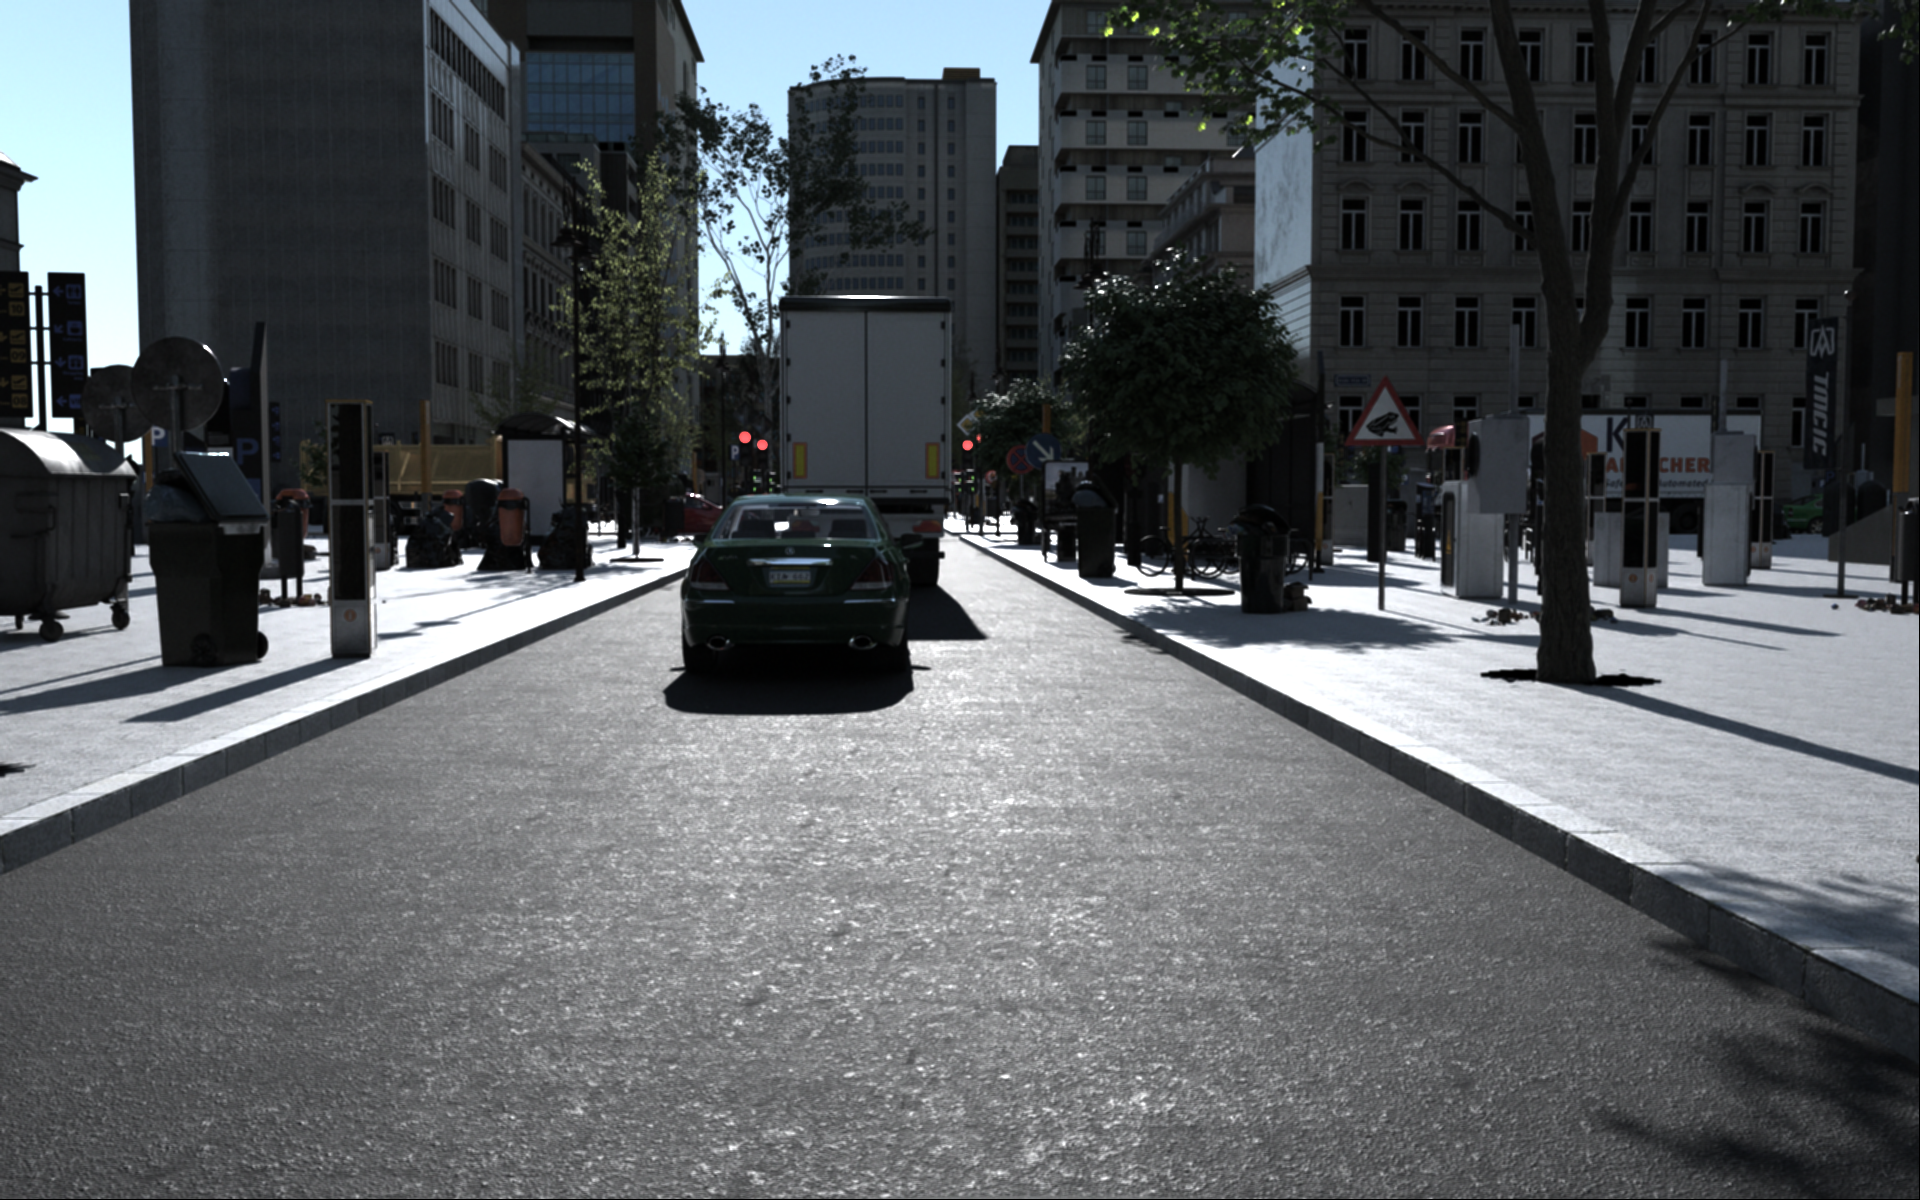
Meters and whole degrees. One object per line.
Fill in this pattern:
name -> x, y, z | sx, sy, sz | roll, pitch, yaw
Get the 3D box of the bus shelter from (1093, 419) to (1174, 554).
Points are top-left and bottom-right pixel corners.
bus shelter -> 3.838, -2.971, 39.857 | 1.731, 3.624, 6.357 | 0, 4, -3

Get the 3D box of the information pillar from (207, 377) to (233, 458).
information pillar -> -13.145, -2.411, 30.771 | 0.504, 3.616, 0.183 | 1, 4, 13

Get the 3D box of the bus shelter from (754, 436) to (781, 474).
bus shelter -> -12.126, -8.157, 111.003 | 2.179, 5.291, 8.768 | 0, 4, -3

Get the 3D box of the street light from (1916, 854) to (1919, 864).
street light -> 3.418, -2.021, 5.825 | 0.468, 5.910, 1.993 | 0, 4, -3

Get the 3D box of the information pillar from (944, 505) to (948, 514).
information pillar -> -0.977, -7.224, 109.463 | 0.504, 3.616, 0.183 | -2, 4, -32

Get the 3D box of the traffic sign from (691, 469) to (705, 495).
traffic sign -> -13.110, -5.308, 86.890 | 0.768, 2.556, 0.104 | 0, 4, -1

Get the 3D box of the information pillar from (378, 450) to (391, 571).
information pillar -> -9.771, -1.506, 29.116 | 0.304, 2.012, 0.304 | 0, 4, -6

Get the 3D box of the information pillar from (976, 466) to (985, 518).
information pillar -> 1.090, -6.119, 91.408 | 0.504, 3.616, 0.183 | 1, 4, 12

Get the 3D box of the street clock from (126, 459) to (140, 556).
street clock -> -17.215, -1.909, 35.784 | 0.358, 2.002, 0.471 | 3, 4, 37

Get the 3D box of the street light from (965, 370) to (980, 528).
street light -> 0.454, -5.627, 64.787 | 0.468, 5.910, 1.993 | 0, 4, -3

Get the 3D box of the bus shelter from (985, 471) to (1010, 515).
bus shelter -> 2.429, -6.958, 107.686 | 2.014, 3.302, 5.546 | 0, 4, -3

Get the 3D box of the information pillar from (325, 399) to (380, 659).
information pillar -> -4.775, -0.557, 13.600 | 0.304, 2.012, 0.304 | -1, 4, -9

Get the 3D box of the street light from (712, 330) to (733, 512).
street light -> -6.690, -4.660, 48.978 | 0.468, 5.910, 1.993 | 0, 4, -3

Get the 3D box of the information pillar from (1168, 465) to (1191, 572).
information pillar -> 3.587, -2.263, 28.358 | 0.183, 3.616, 0.504 | 3, 5, 41

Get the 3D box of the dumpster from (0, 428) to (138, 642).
dumpster -> -8.433, -0.605, 15.652 | 1.264, 1.857, 1.865 | 0, 4, -3

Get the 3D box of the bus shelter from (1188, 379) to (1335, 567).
bus shelter -> 5.318, -2.368, 32.644 | 2.014, 3.302, 5.546 | 0, 4, -3

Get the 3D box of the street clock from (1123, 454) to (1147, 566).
street clock -> 3.133, -1.622, 31.088 | 0.358, 2.002, 0.471 | -2, 4, -26

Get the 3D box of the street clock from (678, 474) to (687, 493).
street clock -> -9.845, -3.474, 61.378 | 0.358, 2.002, 0.471 | -2, 4, -29

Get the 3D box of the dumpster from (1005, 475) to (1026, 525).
dumpster -> 2.746, -4.336, 73.379 | 1.502, 2.255, 1.985 | 0, 4, -3

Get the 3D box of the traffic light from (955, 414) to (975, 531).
traffic light -> 0.234, -4.379, 60.511 | 0.839, 4.253, 0.868 | 0, 4, -3

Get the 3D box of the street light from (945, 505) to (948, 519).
street light -> -0.699, -7.084, 88.610 | 0.468, 5.910, 1.993 | 0, 4, -3

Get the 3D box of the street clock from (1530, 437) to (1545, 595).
street clock -> 7.449, -1.058, 21.874 | 0.471, 2.002, 0.358 | -1, 4, -23

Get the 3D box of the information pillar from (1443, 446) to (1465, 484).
information pillar -> 7.663, -1.372, 26.925 | 0.304, 2.012, 0.304 | 1, 4, 21

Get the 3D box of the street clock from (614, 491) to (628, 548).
street clock -> -8.043, -2.236, 41.129 | 0.358, 2.002, 0.471 | 0, 4, -4

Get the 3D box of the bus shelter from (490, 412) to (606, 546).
bus shelter -> -10.687, -3.148, 45.389 | 2.014, 3.302, 5.546 | 0, 4, -3

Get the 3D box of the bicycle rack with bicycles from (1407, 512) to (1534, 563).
bicycle rack with bicycles -> 9.878, -1.215, 33.251 | 2.852, 0.926, 2.925 | 1, 4, 16

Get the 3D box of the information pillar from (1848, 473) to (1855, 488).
information pillar -> 31.498, -3.483, 61.444 | 0.304, 2.012, 0.304 | -1, 4, -17

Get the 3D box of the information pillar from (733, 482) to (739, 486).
information pillar -> -13.127, -5.938, 101.582 | 0.304, 2.012, 0.304 | -1, 4, -21

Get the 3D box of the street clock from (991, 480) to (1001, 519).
street clock -> 1.851, -5.183, 89.314 | 0.471, 2.002, 0.358 | 1, 4, 13

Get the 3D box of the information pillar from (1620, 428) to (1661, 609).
information pillar -> 7.665, -0.919, 19.517 | 0.304, 2.012, 0.304 | -3, 5, -44

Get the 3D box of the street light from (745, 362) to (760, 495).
street light -> -7.291, -5.387, 60.864 | 0.468, 5.910, 1.993 | 0, 4, -3

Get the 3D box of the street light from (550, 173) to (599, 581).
street light -> -5.607, -3.215, 25.353 | 0.468, 5.910, 1.993 | 0, 4, -3

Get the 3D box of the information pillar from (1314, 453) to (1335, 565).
information pillar -> 6.588, -1.641, 31.315 | 0.304, 2.012, 0.304 | 0, 4, 3

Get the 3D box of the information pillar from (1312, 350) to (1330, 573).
information pillar -> 5.837, -2.248, 28.102 | 0.183, 3.616, 0.504 | 0, 4, 7

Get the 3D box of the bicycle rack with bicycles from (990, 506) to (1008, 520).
bicycle rack with bicycles -> 2.716, -4.384, 85.062 | 2.852, 0.926, 2.925 | 1, 4, 16

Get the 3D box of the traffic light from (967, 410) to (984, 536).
traffic light -> 0.625, -3.891, 52.535 | 0.839, 4.253, 0.868 | 0, 4, -3

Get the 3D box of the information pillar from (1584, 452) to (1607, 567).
information pillar -> 11.263, -1.602, 30.689 | 0.304, 2.012, 0.304 | 1, 4, 13

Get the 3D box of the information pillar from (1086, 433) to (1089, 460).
information pillar -> 4.918, -4.604, 66.626 | 0.183, 3.616, 0.504 | 0, 4, -2

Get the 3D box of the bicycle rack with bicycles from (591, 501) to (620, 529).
bicycle rack with bicycles -> -11.910, -3.125, 64.481 | 2.925, 0.926, 2.852 | 1, 4, 13

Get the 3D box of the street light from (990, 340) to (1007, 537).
street light -> 1.147, -4.857, 52.196 | 0.468, 5.910, 1.993 | 0, 4, -3

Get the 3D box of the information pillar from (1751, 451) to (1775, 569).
information pillar -> 13.690, -1.539, 29.651 | 0.304, 2.012, 0.304 | -2, 4, -29

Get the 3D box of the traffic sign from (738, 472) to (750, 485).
traffic sign -> -12.455, -6.109, 99.991 | 0.768, 2.556, 0.104 | 0, 4, -1

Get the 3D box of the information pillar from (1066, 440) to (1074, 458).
information pillar -> 4.603, -4.976, 72.704 | 0.183, 3.616, 0.504 | -2, 4, -27

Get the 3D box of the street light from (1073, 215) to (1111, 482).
street light -> 2.200, -3.441, 29.048 | 0.468, 5.910, 1.993 | 0, 4, -3

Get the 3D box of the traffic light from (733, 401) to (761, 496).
traffic light -> -6.427, -3.869, 52.175 | 0.839, 4.253, 0.868 | 0, 4, -3

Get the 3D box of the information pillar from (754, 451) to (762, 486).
information pillar -> -9.919, -5.733, 85.082 | 0.504, 3.616, 0.183 | 0, 4, -8

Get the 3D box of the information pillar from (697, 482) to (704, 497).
information pillar -> -13.413, -5.209, 89.660 | 0.304, 2.012, 0.304 | 0, 3, 0

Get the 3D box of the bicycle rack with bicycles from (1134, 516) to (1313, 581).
bicycle rack with bicycles -> 4.143, -0.813, 26.676 | 2.925, 0.926, 2.852 | 0, 4, 0

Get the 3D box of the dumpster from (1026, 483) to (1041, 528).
dumpster -> 3.418, -3.839, 65.258 | 1.502, 2.255, 1.985 | 0, 4, -3
